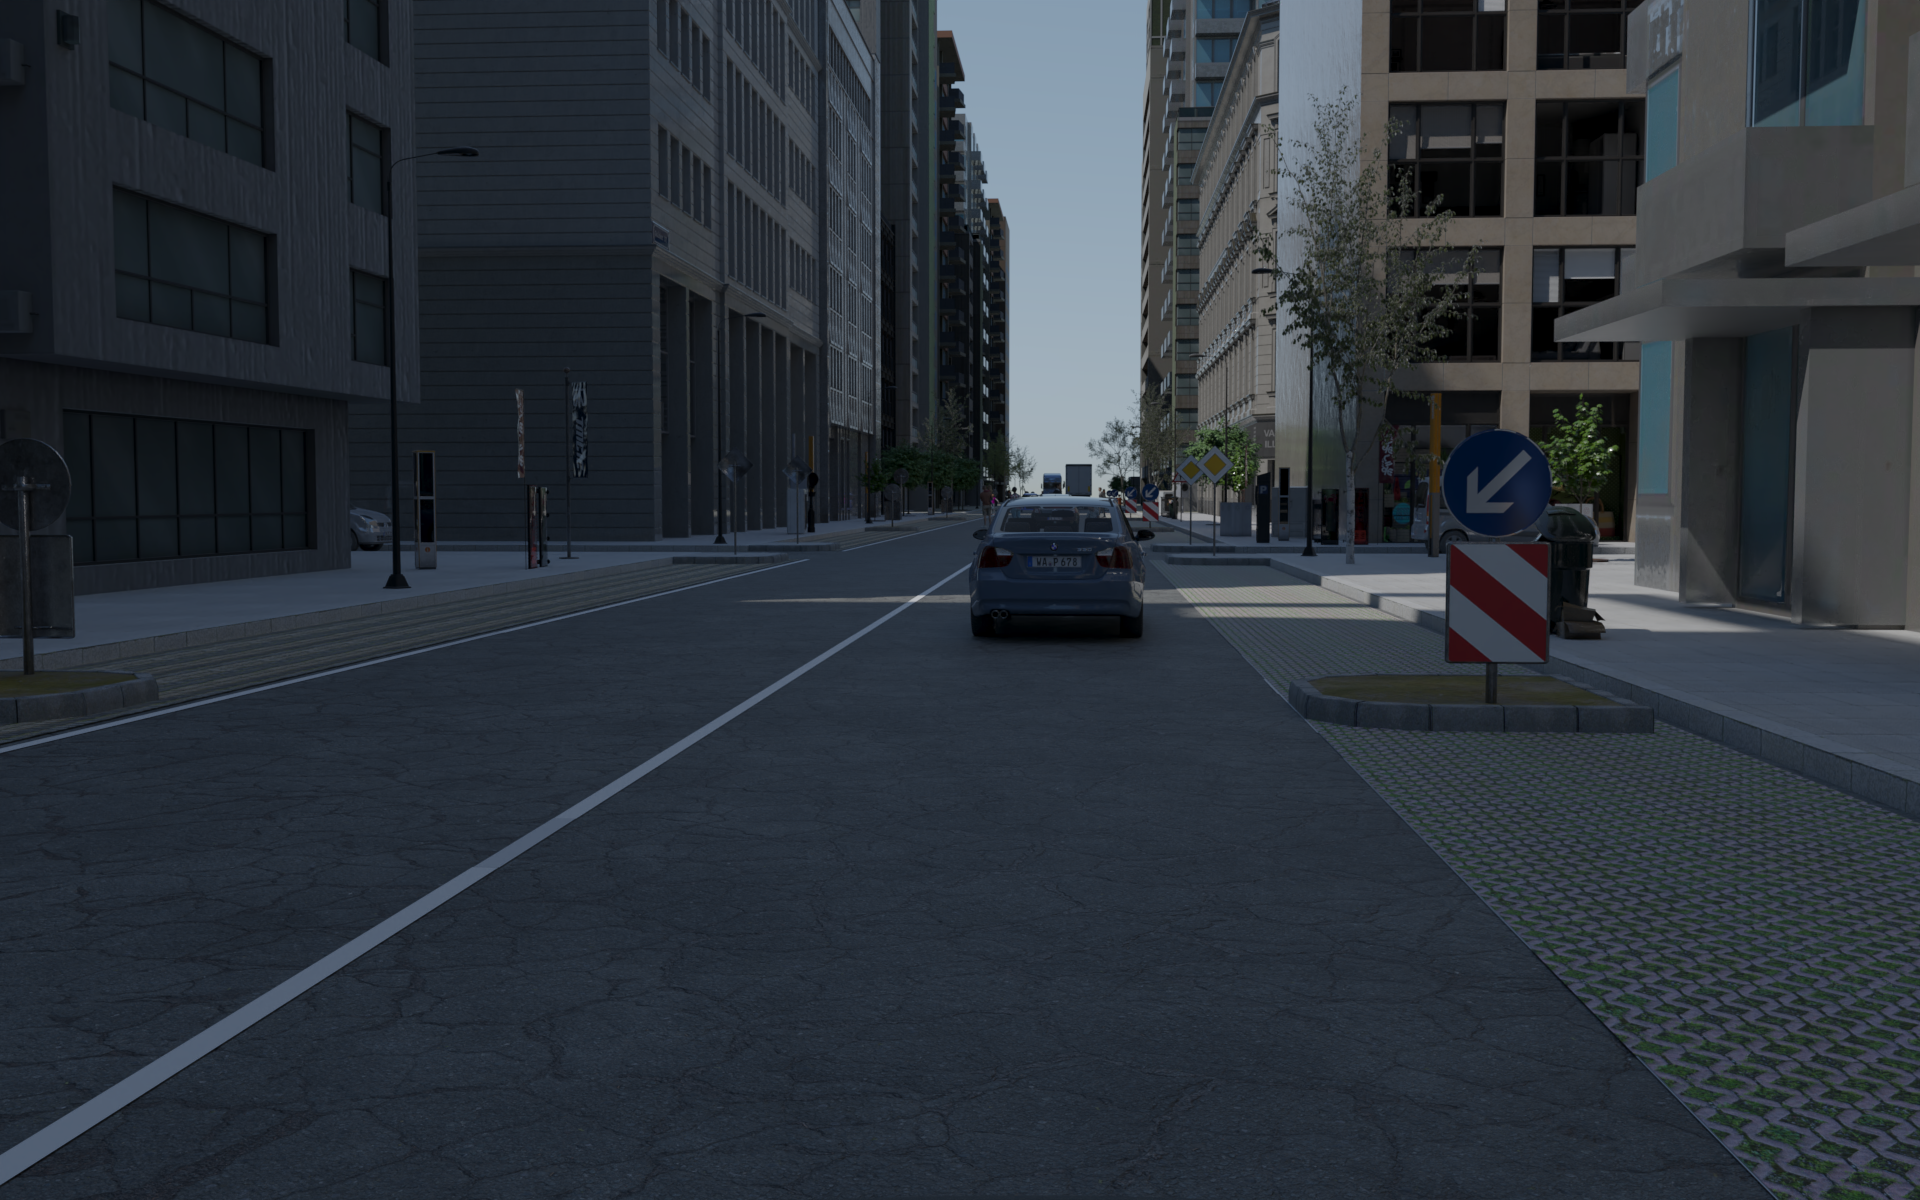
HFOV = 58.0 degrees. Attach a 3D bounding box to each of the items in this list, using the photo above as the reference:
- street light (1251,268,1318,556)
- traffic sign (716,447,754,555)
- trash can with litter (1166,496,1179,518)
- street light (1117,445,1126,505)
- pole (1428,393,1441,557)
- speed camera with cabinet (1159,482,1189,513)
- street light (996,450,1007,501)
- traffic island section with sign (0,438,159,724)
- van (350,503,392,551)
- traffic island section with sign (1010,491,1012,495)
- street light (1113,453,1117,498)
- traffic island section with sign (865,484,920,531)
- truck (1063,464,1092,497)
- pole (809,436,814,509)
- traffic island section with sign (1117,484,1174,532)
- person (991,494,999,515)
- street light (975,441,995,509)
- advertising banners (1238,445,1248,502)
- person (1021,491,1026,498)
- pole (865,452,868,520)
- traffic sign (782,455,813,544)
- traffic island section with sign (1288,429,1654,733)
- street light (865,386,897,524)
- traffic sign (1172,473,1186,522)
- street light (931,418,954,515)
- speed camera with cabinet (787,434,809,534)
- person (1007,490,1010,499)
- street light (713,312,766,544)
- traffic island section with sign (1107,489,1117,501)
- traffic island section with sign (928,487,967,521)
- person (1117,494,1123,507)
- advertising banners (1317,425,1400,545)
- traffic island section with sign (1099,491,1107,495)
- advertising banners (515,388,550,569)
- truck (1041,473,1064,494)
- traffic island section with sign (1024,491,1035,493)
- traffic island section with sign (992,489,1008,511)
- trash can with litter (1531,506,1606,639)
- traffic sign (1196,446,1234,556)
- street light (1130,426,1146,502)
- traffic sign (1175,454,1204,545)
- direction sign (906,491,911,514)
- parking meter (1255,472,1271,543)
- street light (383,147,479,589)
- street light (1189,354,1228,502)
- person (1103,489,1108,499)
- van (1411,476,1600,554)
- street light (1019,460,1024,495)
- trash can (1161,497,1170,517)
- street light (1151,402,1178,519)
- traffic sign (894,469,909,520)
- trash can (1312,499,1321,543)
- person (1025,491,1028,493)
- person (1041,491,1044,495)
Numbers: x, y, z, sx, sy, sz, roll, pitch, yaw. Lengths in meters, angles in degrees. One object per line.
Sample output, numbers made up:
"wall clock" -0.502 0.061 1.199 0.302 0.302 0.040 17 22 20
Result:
"street light" 6.686 -3.863 35.700 1.470 5.913 1.316 0 4 4
"traffic sign" -4.749 -2.015 36.585 0.795 2.450 0.064 0 4 4
"trash can with litter" 11.280 -4.965 92.567 0.624 1.170 1.055 -1 4 -17
"street light" 15.970 -11.745 164.568 1.470 5.913 1.316 0 4 4
"pole" 9.622 -2.524 35.110 0.158 3.312 0.155 0 3 0
"speed camera with cabinet" 14.346 -7.450 116.141 2.038 3.252 0.660 -2 4 -25
"street light" 4.202 -12.835 182.388 1.470 5.913 1.316 0 4 4
"traffic island section with sign" -6.571 -0.179 11.555 1.989 1.847 2.006 0 4 4
"van" -15.926 -2.155 42.246 4.112 2.044 2.013 0 4 5
"traffic island section with sign" 4.844 -9.935 171.063 1.989 1.847 2.006 0 4 4
"street light" 18.055 -13.606 194.998 1.470 5.913 1.316 0 4 4
"traffic island section with sign" -2.596 -3.575 67.075 1.989 1.847 2.006 0 4 4
"truck" 11.330 -10.837 166.099 2.839 4.237 11.283 0 4 3
"pole" -5.230 -4.108 61.009 0.158 3.312 0.155 0 3 0
"traffic island section with sign" 7.108 -3.501 65.868 1.989 1.847 2.006 0 4 4
"person" 2.289 -6.682 120.970 0.991 1.433 0.599 1 4 22
"street light" 2.047 -10.974 151.962 1.470 5.913 1.316 0 4 4
"advertising banners" 9.995 -3.973 61.144 0.090 3.025 2.074 1 4 17
"person" 6.553 -10.018 173.026 1.217 1.736 0.721 1 4 12
"pole" -4.483 -5.489 83.590 0.158 3.312 0.155 0 3 0
"traffic sign" -4.179 -2.502 44.550 0.795 2.450 0.064 0 4 4
"traffic island section with sign" 3.210 -0.164 11.307 1.989 1.847 2.006 0 4 4
"street light" -3.400 -6.260 74.891 1.470 5.913 1.316 0 4 4
"traffic sign" 10.158 -4.862 79.498 0.884 2.594 0.081 1 4 10
"street light" -1.169 -8.145 105.713 1.470 5.913 1.316 0 4 4
"speed camera with cabinet" -5.239 -3.773 56.029 0.660 3.252 2.038 0 4 -1
"person" 3.661 -7.162 126.308 0.721 1.735 1.217 0 4 -7
"street light" -5.649 -4.399 44.473 1.470 5.913 1.316 0 4 4
"traffic island section with sign" 9.081 -5.181 93.336 1.989 1.847 2.006 0 4 4
"traffic island section with sign" -0.664 -5.230 94.135 1.989 1.847 2.006 0 4 4
"person" 11.724 -7.072 127.381 0.557 1.426 1.065 3 5 43
"advertising banners" 10.035 -2.900 43.601 2.074 3.025 0.090 0 4 -4
"traffic island section with sign" 12.621 -8.209 142.844 1.989 1.847 2.006 0 4 4
"advertising banners" -7.346 -2.052 29.730 0.090 3.025 2.074 0 4 0
"truck" 12.103 -14.647 229.238 2.967 4.110 18.799 0 4 2
"traffic island section with sign" 10.695 -14.932 252.771 1.989 1.847 2.006 0 4 4
"traffic island section with sign" 2.865 -8.245 143.441 1.989 1.847 2.006 0 4 4
"trash can with litter" 5.576 -0.262 15.669 0.624 1.170 1.055 0 4 -1
"traffic sign" 5.268 -1.970 35.851 0.795 2.450 0.064 0 4 4
"street light" 12.534 -8.916 118.315 1.470 5.913 1.316 0 4 4
"traffic sign" 5.838 -2.457 43.816 0.795 2.450 0.064 0 4 4
"direction sign" -3.257 -7.186 109.495 0.876 3.537 0.379 -1 4 -12
"parking meter" 7.929 -2.427 45.395 0.399 1.863 0.255 1 4 10
"street light" -7.123 -3.108 23.351 1.470 5.913 1.316 0 4 4
"street light" 8.287 -5.194 57.460 1.470 5.913 1.316 0 4 4
"person" 10.650 -7.303 127.933 0.705 1.821 1.348 -1 4 -16
"van" 12.556 -2.009 39.863 4.112 2.044 2.013 0 4 2
"street light" 8.016 -16.075 235.366 1.470 5.913 1.316 0 4 4
"trash can" 11.555 -5.217 96.957 0.748 1.137 0.748 0 3 0
"street light" 10.371 -7.055 87.890 1.470 5.913 1.316 0 4 4
"traffic sign" -2.942 -5.277 86.392 0.768 2.556 0.104 1 4 9
"trash can" 9.618 -2.095 45.904 0.748 1.137 0.748 0 3 0
"person" 6.470 -9.880 170.828 0.721 1.735 1.217 -1 4 -20
"person" 8.496 -10.308 177.590 0.434 1.755 0.990 2 4 29
